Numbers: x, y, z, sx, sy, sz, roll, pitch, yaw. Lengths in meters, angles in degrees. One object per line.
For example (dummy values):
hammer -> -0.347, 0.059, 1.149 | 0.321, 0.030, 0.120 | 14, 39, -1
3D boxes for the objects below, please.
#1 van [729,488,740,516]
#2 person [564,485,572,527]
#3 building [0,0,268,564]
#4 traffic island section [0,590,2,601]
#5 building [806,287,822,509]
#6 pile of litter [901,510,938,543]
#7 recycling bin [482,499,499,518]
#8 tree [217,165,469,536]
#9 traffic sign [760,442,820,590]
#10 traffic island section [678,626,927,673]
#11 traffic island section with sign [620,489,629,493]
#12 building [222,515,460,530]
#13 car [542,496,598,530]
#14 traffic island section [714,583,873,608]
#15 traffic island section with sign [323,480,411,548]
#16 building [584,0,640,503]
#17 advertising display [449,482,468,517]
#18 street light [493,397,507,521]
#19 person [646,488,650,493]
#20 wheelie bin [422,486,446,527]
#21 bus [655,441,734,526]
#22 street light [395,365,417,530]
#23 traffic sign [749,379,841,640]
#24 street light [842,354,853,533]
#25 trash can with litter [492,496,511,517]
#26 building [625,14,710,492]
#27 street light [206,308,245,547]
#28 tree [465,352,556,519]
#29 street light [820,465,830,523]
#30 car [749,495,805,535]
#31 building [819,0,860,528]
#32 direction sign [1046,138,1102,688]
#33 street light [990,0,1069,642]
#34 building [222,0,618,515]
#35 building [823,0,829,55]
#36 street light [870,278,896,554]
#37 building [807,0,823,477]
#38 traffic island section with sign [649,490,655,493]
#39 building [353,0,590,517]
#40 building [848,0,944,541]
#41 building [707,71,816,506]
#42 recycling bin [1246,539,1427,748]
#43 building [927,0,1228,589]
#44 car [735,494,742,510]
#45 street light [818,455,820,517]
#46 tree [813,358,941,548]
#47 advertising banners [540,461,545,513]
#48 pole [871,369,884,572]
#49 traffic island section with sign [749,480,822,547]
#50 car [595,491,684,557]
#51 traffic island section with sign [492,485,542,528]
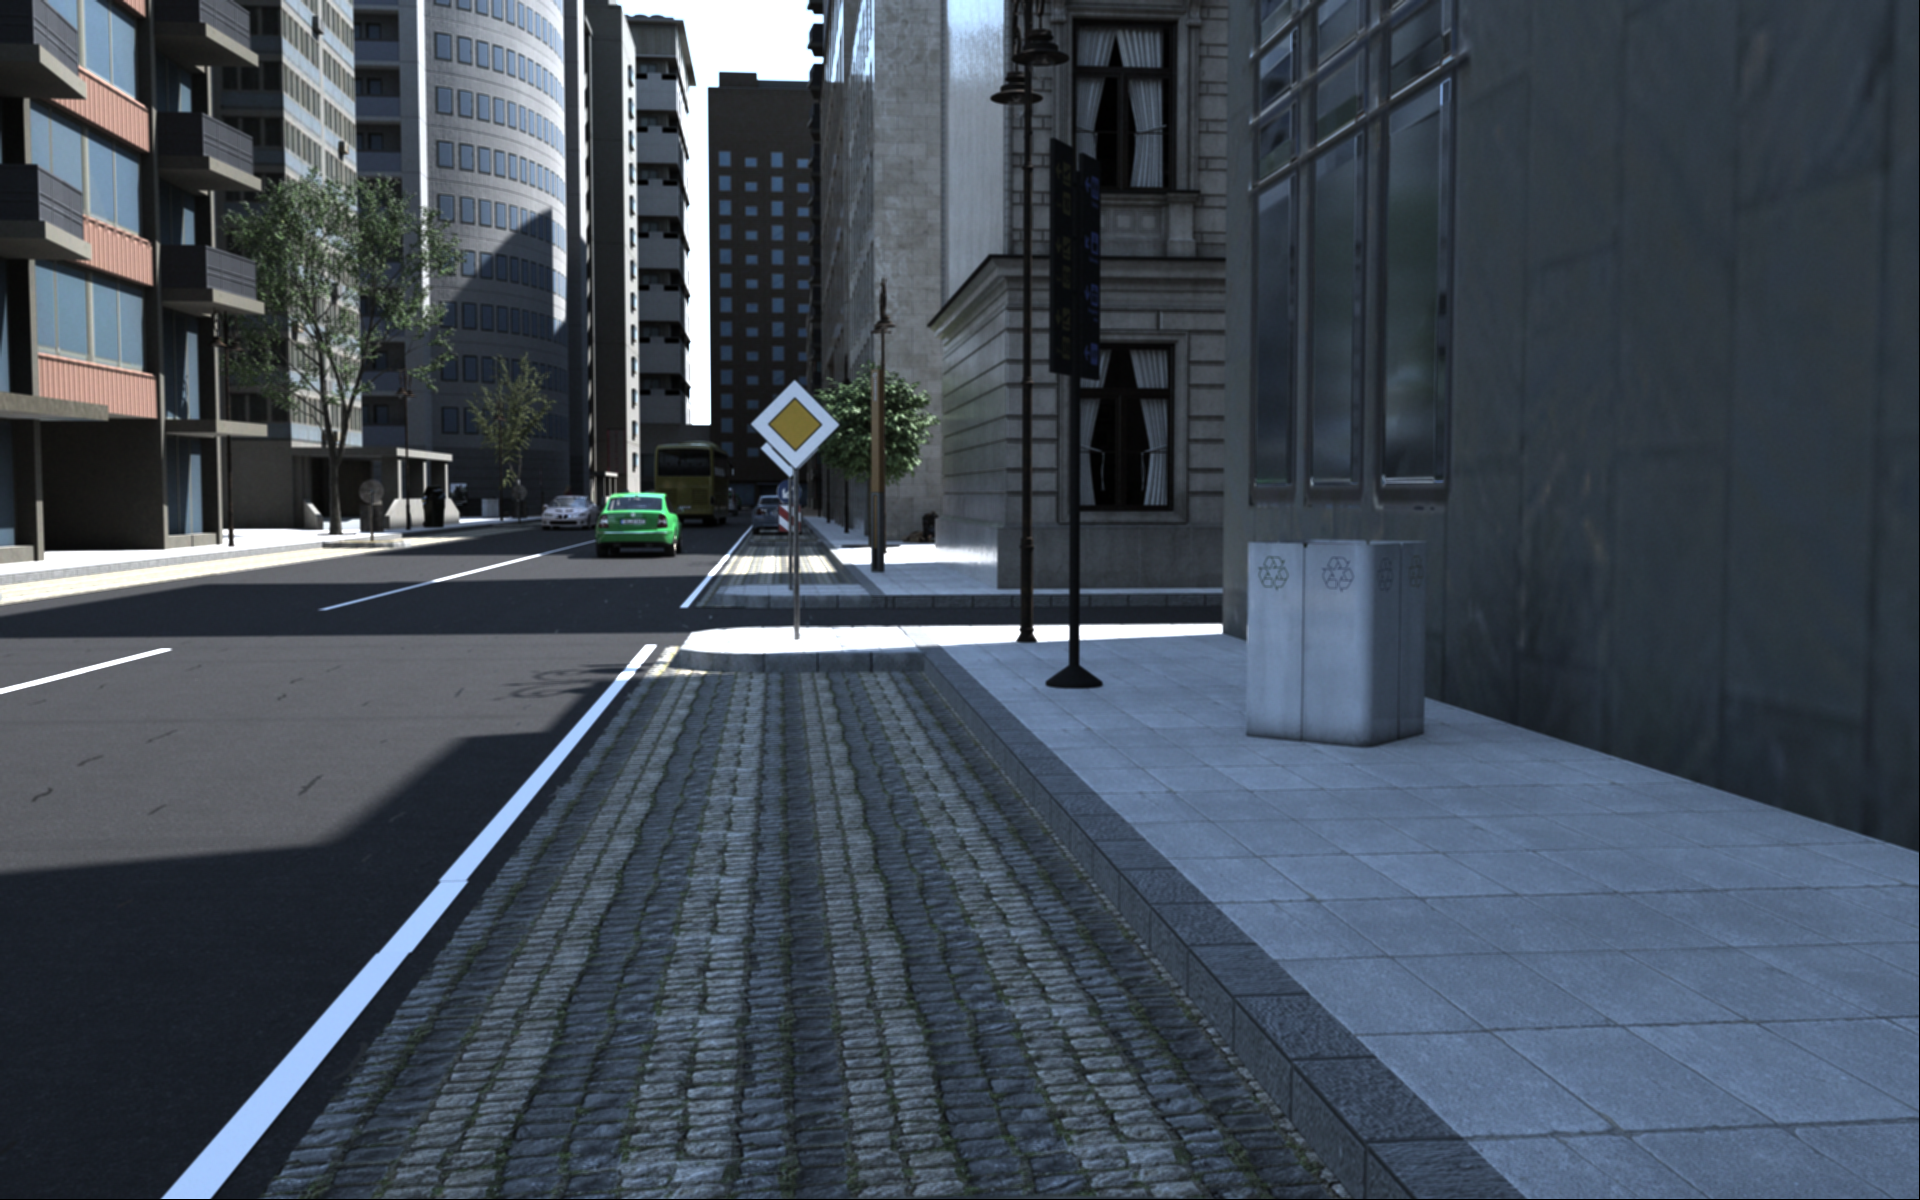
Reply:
van -> -15.533, -6.559, 114.257 | 2.013, 2.044, 4.112 | 0, 4, -5
person -> -17.285, -4.157, 76.438 | 0.573, 1.828, 0.580 | -2, 4, -34
building -> -27.423, -23.166, 33.383 | 22.147, 44.769, 28.867 | 0, 4, -6
traffic island section -> -13.625, 0.017, 22.007 | 2.009, 0.180, 2.903 | 0, 4, -6
building -> -0.106, -19.293, 160.484 | 27.650, 21.520, 28.899 | 0, 4, -6
pile of litter -> -1.040, -1.966, 46.116 | 1.176, 0.858, 1.719 | 1, 4, 19
recycling bin -> -25.136, -4.903, 92.716 | 0.722, 1.027, 0.722 | -3, 4, -36
tree -> -19.439, -7.838, 53.914 | 9.928, 11.665, 9.643 | 0, 3, 0
traffic sign -> -2.268, -1.190, 23.107 | 0.795, 2.450, 0.064 | 0, 4, -6
traffic island section -> -1.416, 0.430, 15.244 | 2.009, 0.180, 2.903 | 0, 4, -6
traffic island section with sign -> -23.938, -7.046, 123.830 | 1.989, 1.847, 2.006 | 0, 4, -6
building -> -37.497, -22.945, 67.031 | 32.217, 40.220, 23.993 | 0, 4, -6
car -> -15.879, -3.568, 70.696 | 2.083, 1.381, 4.827 | 0, 4, -5
traffic island section -> -2.245, -0.055, 23.186 | 2.009, 0.180, 2.903 | 0, 4, -6
traffic island section with sign -> -15.864, -2.317, 46.511 | 1.989, 1.847, 2.006 | 0, 4, -6
building -> -41.196, -32.776, 159.586 | 21.600, 48.544, 21.300 | 0, 4, -6
advertising display -> -27.752, -5.545, 95.879 | 0.974, 1.923, 0.123 | -1, 4, -18
street light -> -21.967, -6.731, 82.831 | 0.468, 5.910, 1.993 | 0, 4, -6
person -> -20.790, -6.533, 115.189 | 0.709, 1.838, 0.599 | 0, 4, -4
wheelie bin -> -20.269, -3.605, 66.853 | 0.693, 1.594, 0.980 | 2, 4, 34
bus -> -12.224, -5.414, 80.061 | 2.896, 3.916, 12.252 | 0, 4, -4
street light -> -19.835, -5.462, 62.093 | 0.468, 5.910, 1.993 | 0, 4, -6
traffic sign -> -1.439, -0.705, 15.165 | 0.795, 2.450, 0.064 | 0, 4, -6
street light -> -3.754, -5.159, 57.130 | 0.468, 5.910, 1.993 | 0, 4, -6
trash can with litter -> -25.471, -5.174, 95.989 | 1.055, 1.170, 0.624 | -3, 5, -41
building -> -41.320, -36.872, 192.091 | 27.495, 52.752, 28.713 | 0, 4, -6
street light -> -17.790, -4.240, 42.107 | 0.468, 5.910, 1.993 | 0, 4, -6
tree -> -22.933, -8.468, 88.809 | 4.737, 8.622, 4.395 | 0, 3, 0
street light -> -5.862, -6.374, 77.009 | 0.468, 5.910, 1.993 | 0, 4, -6
car -> -6.559, -3.060, 62.028 | 2.014, 1.417, 4.499 | 0, 4, -6
building -> 3.495, -16.946, 81.585 | 19.350, 26.468, 34.151 | 0, 4, -6
direction sign -> 0.765, -1.193, 11.507 | 0.379, 3.537, 0.876 | 2, 4, 24
street light -> 0.580, -2.574, 14.876 | 0.468, 5.910, 1.993 | 0, 4, -6
building -> -43.782, -27.110, 135.123 | 32.217, 40.220, 23.993 | 0, 4, -6
building -> -1.465, -28.068, 109.021 | 14.600, 45.320, 14.200 | 0, 4, -6
street light -> -1.652, -3.943, 37.251 | 0.468, 5.910, 1.993 | 0, 4, -6
building -> -0.285, -29.122, 130.771 | 22.147, 44.769, 28.867 | 0, 4, -6
traffic island section with sign -> -26.735, -8.686, 150.640 | 1.989, 1.847, 2.006 | 0, 4, -6
building -> -35.697, -34.639, 108.344 | 21.231, 58.520, 28.212 | 0, 4, -6
building -> 1.980, -12.277, 55.477 | 10.420, 20.320, 16.860 | 0, 4, -6
building -> -19.755, -32.884, 187.768 | 14.200, 45.320, 14.600 | 0, 4, -6
recycling bin -> 2.003, 0.204, 9.213 | 0.722, 1.027, 0.722 | 3, 5, 39
building -> 9.036, -10.016, 28.390 | 19.286, 19.102, 10.561 | 0, 4, -6
car -> -20.382, -8.892, 154.184 | 1.959, 1.807, 4.718 | 0, 4, -5
street light -> -7.875, -7.591, 96.897 | 0.468, 5.910, 1.993 | 0, 4, -6
tree -> -2.095, -3.567, 42.034 | 4.285, 4.588, 4.351 | 0, 3, 0
advertising banners -> -22.638, -5.973, 93.849 | 0.090, 3.025, 2.074 | -1, 4, -10
pole -> -1.355, -2.116, 28.443 | 0.158, 3.312, 0.155 | 0, 3, 0
traffic island section with sign -> -4.810, -2.389, 47.683 | 1.989, 1.847, 2.006 | 0, 4, -6
car -> -7.528, -1.960, 40.835 | 1.959, 1.807, 4.718 | 0, 4, -6
traffic island section with sign -> -18.656, -3.957, 73.322 | 1.989, 1.847, 2.006 | 0, 4, -6
